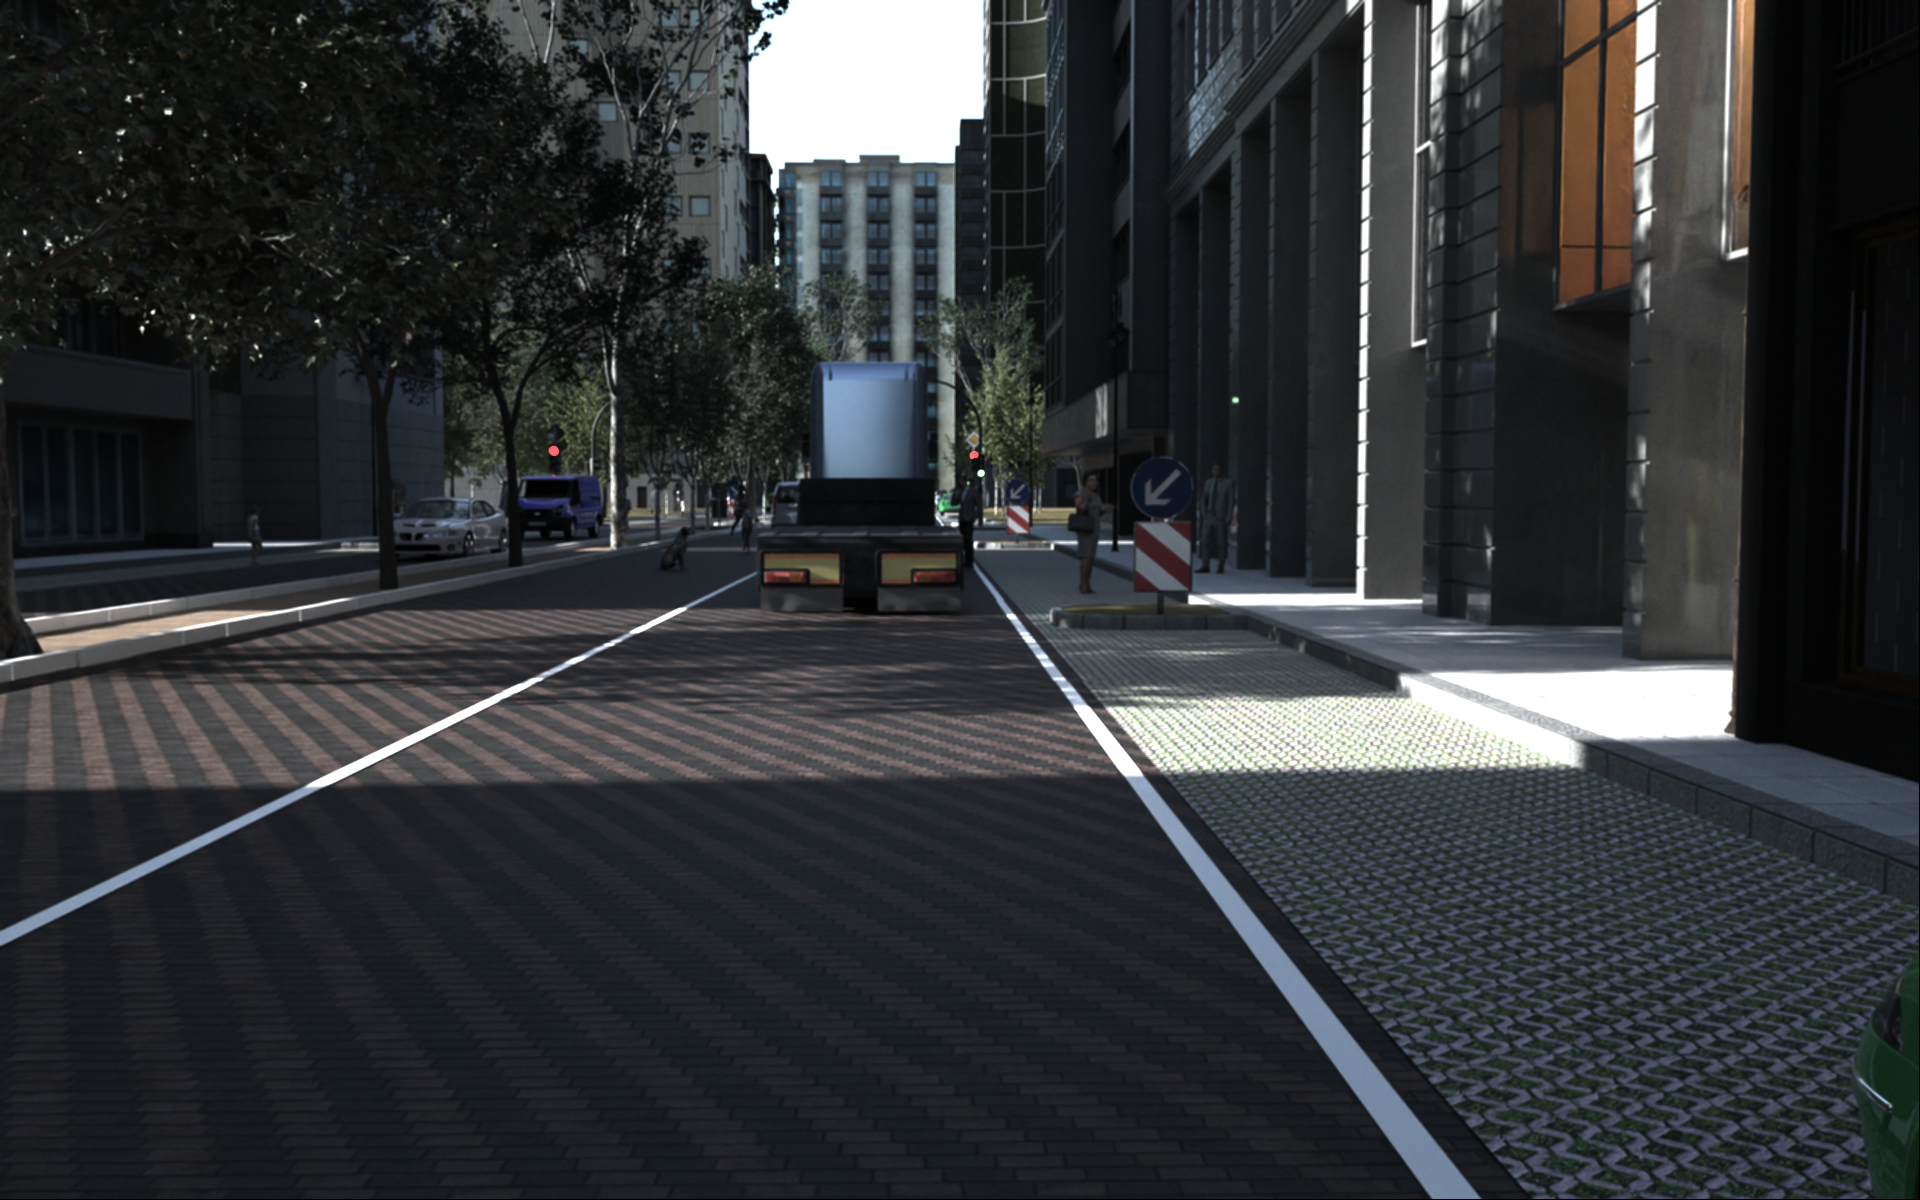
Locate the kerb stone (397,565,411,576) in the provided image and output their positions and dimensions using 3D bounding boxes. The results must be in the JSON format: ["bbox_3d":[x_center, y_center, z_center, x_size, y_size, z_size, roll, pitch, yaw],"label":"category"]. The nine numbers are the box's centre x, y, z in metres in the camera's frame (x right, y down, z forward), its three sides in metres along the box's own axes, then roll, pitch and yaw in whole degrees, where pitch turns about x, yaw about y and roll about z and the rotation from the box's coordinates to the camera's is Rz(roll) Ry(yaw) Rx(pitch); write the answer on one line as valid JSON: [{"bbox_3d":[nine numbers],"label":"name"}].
[{"bbox_3d":[-9.792,-0.476,30.067,0.120,0.150,1.000,0,4,-1],"label":"kerb stone"}]

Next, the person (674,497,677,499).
[{"bbox_3d":[-23.509,-8.343,143.023,0.524,1.755,0.480,1,4,22],"label":"person"}]

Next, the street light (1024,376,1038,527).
[{"bbox_3d":[2.786,-5.825,68.023,0.468,5.910,1.993,0,4,-1],"label":"street light"}]

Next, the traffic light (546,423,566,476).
[{"bbox_3d":[-15.962,-4.866,68.487,0.839,4.253,0.868,0,4,-1],"label":"traffic light"}]

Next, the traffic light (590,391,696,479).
[{"bbox_3d":[-14.061,-6.232,76.554,4.771,5.953,1.251,0,4,-1],"label":"traffic light"}]

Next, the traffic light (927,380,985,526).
[{"bbox_3d":[-1.295,-5.752,68.706,4.771,5.953,1.251,0,4,-1],"label":"traffic light"}]

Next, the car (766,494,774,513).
[{"bbox_3d":[-14.351,-7.758,135.632,1.959,1.807,4.718,0,4,-1],"label":"car"}]

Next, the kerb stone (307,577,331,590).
[{"bbox_3d":[-9.708,-0.231,25.972,0.120,0.150,1.000,0,4,-1],"label":"kerb stone"}]

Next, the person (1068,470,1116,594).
[{"bbox_3d":[1.850,-0.974,24.782,0.716,1.782,0.532,-3,5,-45],"label":"person"}]

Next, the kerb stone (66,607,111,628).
[{"bbox_3d":[-9.533,0.211,18.796,0.120,0.150,1.000,0,4,-1],"label":"kerb stone"}]

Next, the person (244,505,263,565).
[{"bbox_3d":[-14.254,-1.302,34.806,0.505,1.210,0.382,3,4,36],"label":"person"}]

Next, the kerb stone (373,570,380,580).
[{"bbox_3d":[-9.776,-0.419,29.042,0.120,0.150,1.000,0,4,-1],"label":"kerb stone"}]

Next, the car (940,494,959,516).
[{"bbox_3d":[-0.444,-6.483,114.786,1.959,1.807,4.718,0,4,0],"label":"car"}]

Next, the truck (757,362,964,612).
[{"bbox_3d":[-1.590,-2.433,29.544,2.967,4.110,18.799,0,4,-3],"label":"truck"}]

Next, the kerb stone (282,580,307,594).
[{"bbox_3d":[-9.678,-0.168,24.943,0.120,0.150,1.000,0,4,-1],"label":"kerb stone"}]

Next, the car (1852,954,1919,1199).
[{"bbox_3d":[2.283,0.494,0.712,1.959,1.807,4.718,0,4,-3],"label":"car"}]

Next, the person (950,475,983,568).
[{"bbox_3d":[0.124,-1.546,33.964,0.473,1.802,0.592,-3,4,-36],"label":"person"}]

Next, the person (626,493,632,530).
[{"bbox_3d":[-13.324,-3.533,68.854,0.523,1.515,0.503,-1,4,-13],"label":"person"}]

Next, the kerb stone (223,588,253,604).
[{"bbox_3d":[-9.632,-0.043,22.897,0.120,0.150,1.000,0,4,-1],"label":"kerb stone"}]

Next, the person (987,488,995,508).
[{"bbox_3d":[2.619,-9.619,163.283,1.348,1.831,0.705,-1,4,-9],"label":"person"}]

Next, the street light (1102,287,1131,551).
[{"bbox_3d":[3.488,-4.035,38.766,0.468,5.910,1.993,0,4,-1],"label":"street light"}]

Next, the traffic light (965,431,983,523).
[{"bbox_3d":[0.606,-5.380,76.879,0.839,4.253,0.868,0,4,-1],"label":"traffic light"}]

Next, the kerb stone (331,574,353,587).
[{"bbox_3d":[-9.729,-0.290,26.999,0.120,0.150,1.000,0,4,-1],"label":"kerb stone"}]

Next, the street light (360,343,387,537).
[{"bbox_3d":[-17.676,-4.855,52.164,0.468,5.910,1.993,0,4,-1],"label":"street light"}]

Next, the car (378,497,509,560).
[{"bbox_3d":[-11.507,-1.620,38.852,2.083,1.381,4.827,0,4,0],"label":"car"}]

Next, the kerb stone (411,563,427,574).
[{"bbox_3d":[-9.819,-0.544,31.088,0.120,0.150,1.000,0,4,-1],"label":"kerb stone"}]

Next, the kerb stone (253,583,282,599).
[{"bbox_3d":[-9.647,-0.105,23.919,0.120,0.150,1.000,0,4,-1],"label":"kerb stone"}]

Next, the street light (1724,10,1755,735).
[{"bbox_3d":[4.191,-2.221,9.104,0.468,5.910,1.993,0,4,-1],"label":"street light"}]

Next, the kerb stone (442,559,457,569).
[{"bbox_3d":[-9.872,-0.669,33.131,0.120,0.150,1.000,0,4,-1],"label":"kerb stone"}]

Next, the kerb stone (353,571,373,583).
[{"bbox_3d":[-9.752,-0.355,28.021,0.120,0.150,1.000,0,4,-1],"label":"kerb stone"}]

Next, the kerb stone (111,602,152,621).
[{"bbox_3d":[-9.555,0.145,19.821,0.120,0.150,1.000,0,4,-1],"label":"kerb stone"}]

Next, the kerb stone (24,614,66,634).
[{"bbox_3d":[-9.511,0.270,17.774,0.120,0.150,1.000,0,4,-1],"label":"kerb stone"}]

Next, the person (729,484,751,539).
[{"bbox_3d":[-6.976,-2.792,54.742,0.643,1.750,0.593,3,4,38],"label":"person"}]

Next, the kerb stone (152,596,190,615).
[{"bbox_3d":[-9.580,0.083,20.853,0.120,0.150,1.000,0,4,-1],"label":"kerb stone"}]

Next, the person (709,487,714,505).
[{"bbox_3d":[-19.983,-8.133,138.996,0.794,1.824,0.713,1,4,18],"label":"person"}]

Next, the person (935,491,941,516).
[{"bbox_3d":[-1.477,-6.183,111.396,0.589,1.601,0.330,3,4,39],"label":"person"}]

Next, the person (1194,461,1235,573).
[{"bbox_3d":[4.157,-1.342,28.087,0.635,1.810,0.391,2,4,28],"label":"person"}]

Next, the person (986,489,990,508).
[{"bbox_3d":[2.481,-9.366,159.852,0.551,1.740,0.621,0,4,-1],"label":"person"}]

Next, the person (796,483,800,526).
[{"bbox_3d":[-5.219,-2.986,57.602,0.850,1.792,0.678,-3,4,-38],"label":"person"}]

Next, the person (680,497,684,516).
[{"bbox_3d":[-16.689,-5.556,104.018,0.352,1.250,0.332,3,4,36],"label":"person"}]

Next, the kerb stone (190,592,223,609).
[{"bbox_3d":[-9.603,0.020,21.876,0.120,0.150,1.000,0,4,-1],"label":"kerb stone"}]

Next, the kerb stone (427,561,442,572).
[{"bbox_3d":[-9.849,-0.606,32.109,0.120,0.150,1.000,0,4,-1],"label":"kerb stone"}]

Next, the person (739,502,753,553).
[{"bbox_3d":[-5.173,-1.757,41.913,0.352,1.250,0.332,0,4,6],"label":"person"}]

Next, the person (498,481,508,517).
[{"bbox_3d":[-18.212,-3.865,69.330,0.767,1.812,0.694,1,4,14],"label":"person"}]

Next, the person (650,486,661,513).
[{"bbox_3d":[-20.585,-6.795,117.017,0.818,1.842,0.514,-1,4,-14],"label":"person"}]
